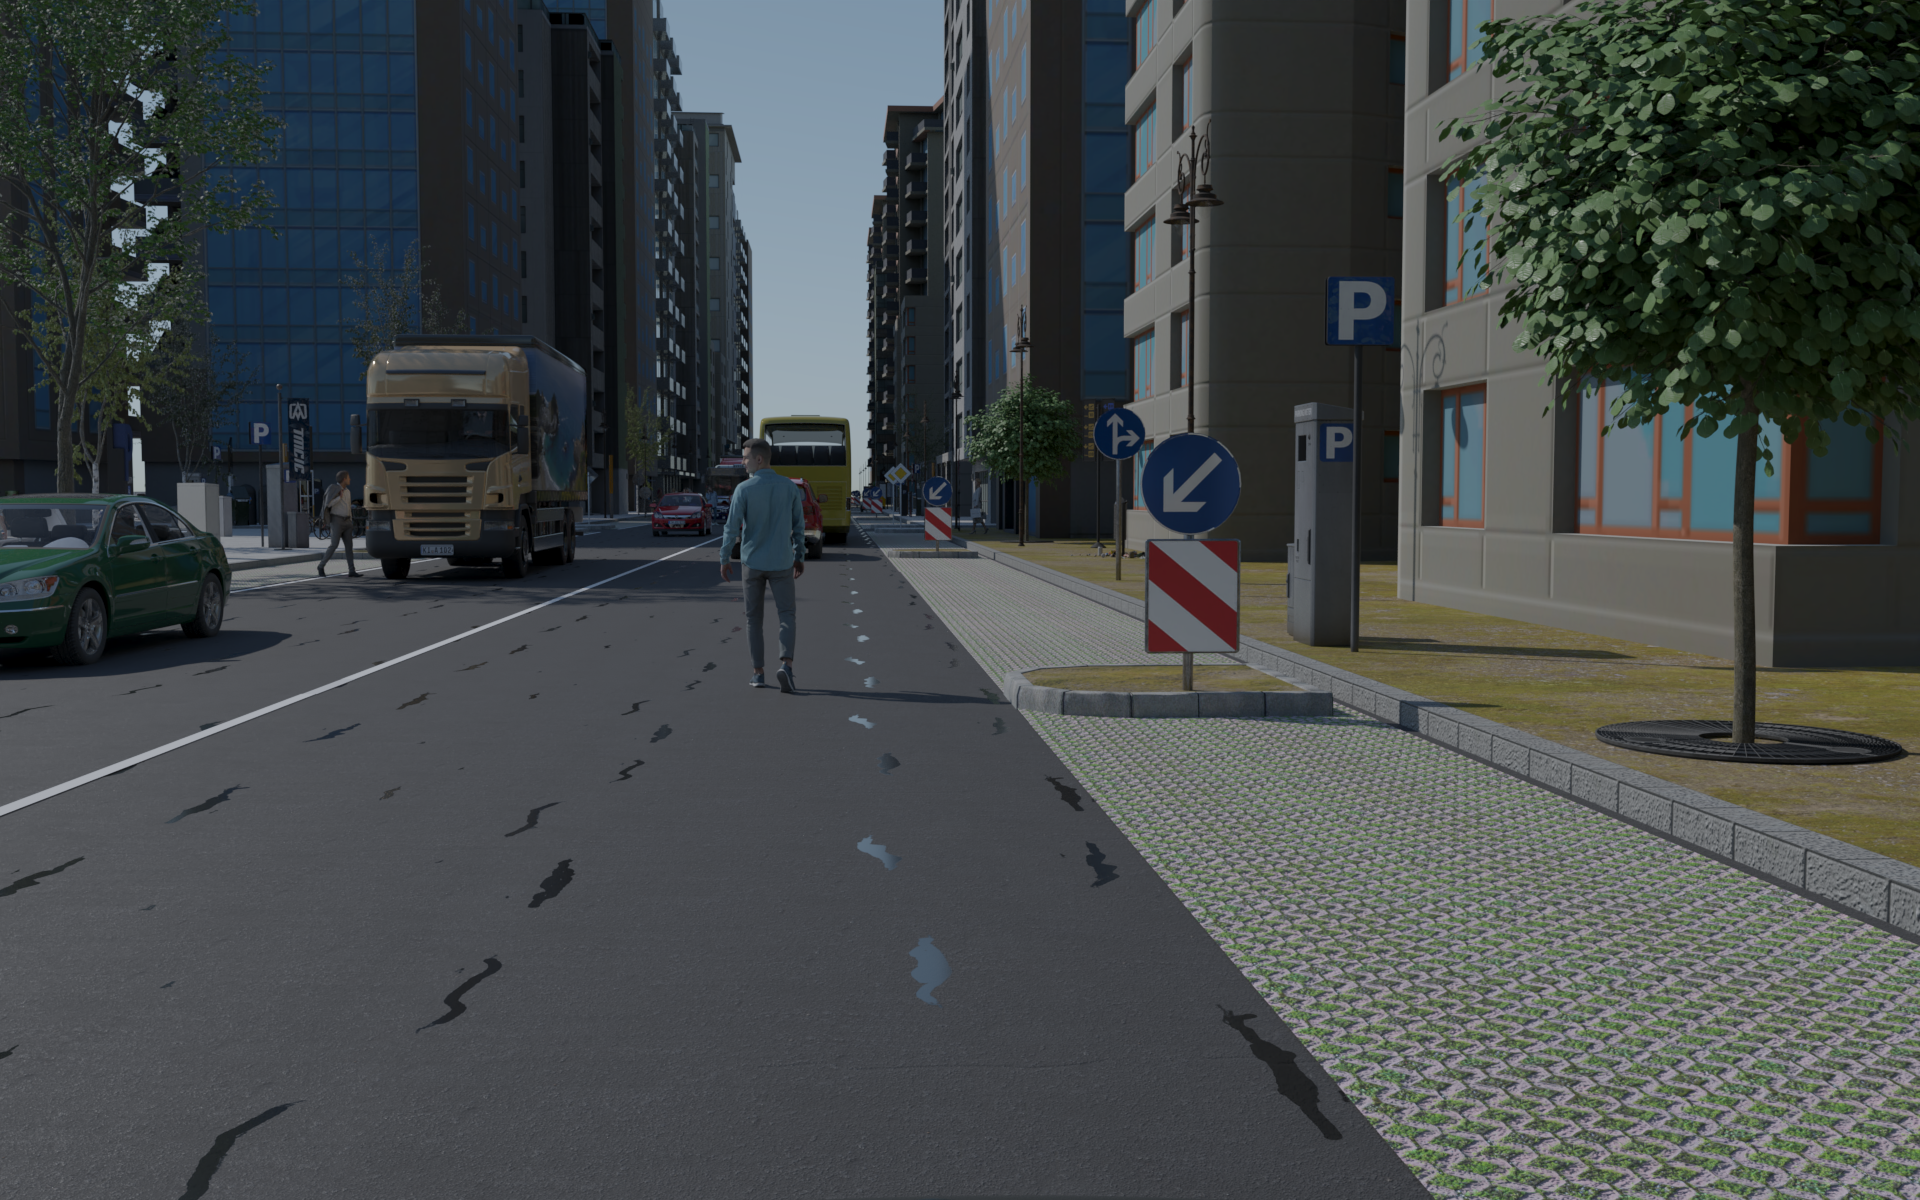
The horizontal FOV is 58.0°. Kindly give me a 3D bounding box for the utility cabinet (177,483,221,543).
[{"bbox_3d":[-15.282,-1.598,34.801,1.173,1.500,0.318,3,5,40],"label":"utility cabinet"}]

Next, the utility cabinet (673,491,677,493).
[{"bbox_3d":[-21.172,-7.327,128.482,0.318,1.500,1.173,-1,4,-9],"label":"utility cabinet"}]

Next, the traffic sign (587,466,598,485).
[{"bbox_3d":[-15.324,-4.234,71.424,0.795,2.593,0.064,0,4,-4],"label":"traffic sign"}]

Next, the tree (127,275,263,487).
[{"bbox_3d":[-26.185,-6.624,58.668,4.360,8.622,3.978,0,3,0],"label":"tree"}]

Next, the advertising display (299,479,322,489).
[{"bbox_3d":[-27.344,-4.145,72.982,0.974,1.923,0.123,0,4,8],"label":"advertising display"}]

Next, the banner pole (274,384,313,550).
[{"bbox_3d":[-15.271,-3.033,39.602,0.863,3.779,0.401,-1,4,-15],"label":"banner pole"}]

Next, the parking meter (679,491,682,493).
[{"bbox_3d":[-21.634,-7.714,134.539,0.372,1.533,0.369,0,3,0],"label":"parking meter"}]

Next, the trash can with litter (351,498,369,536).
[{"bbox_3d":[-18.523,-2.563,53.286,0.624,1.170,1.055,-2,4,-23],"label":"trash can with litter"}]

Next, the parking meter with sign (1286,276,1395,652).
[{"bbox_3d":[3.165,-1.134,14.808,0.543,3.016,1.738,0,4,-3],"label":"parking meter with sign"}]

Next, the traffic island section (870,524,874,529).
[{"bbox_3d":[-2.738,-3.065,72.401,2.009,0.180,2.903,0,4,-4],"label":"traffic island section"}]

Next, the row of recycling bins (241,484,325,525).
[{"bbox_3d":[-28.250,-3.971,72.036,3.534,1.692,1.069,-1,4,-10],"label":"row of recycling bins"}]

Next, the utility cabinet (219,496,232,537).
[{"bbox_3d":[-22.364,-2.510,52.205,1.020,1.237,0.306,2,4,33],"label":"utility cabinet"}]

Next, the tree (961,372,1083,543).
[{"bbox_3d":[1.849,-3.802,45.871,4.285,4.588,4.351,0,3,0],"label":"tree"}]

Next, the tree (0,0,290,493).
[{"bbox_3d":[-15.400,-6.367,29.848,9.928,11.665,9.643,0,3,0],"label":"tree"}]

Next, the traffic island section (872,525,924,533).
[{"bbox_3d":[-2.157,-2.578,64.437,2.009,0.180,2.903,0,4,-4],"label":"traffic island section"}]

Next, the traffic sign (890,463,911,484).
[{"bbox_3d":[-2.180,-3.802,64.352,0.795,2.593,0.064,0,4,-4],"label":"traffic sign"}]

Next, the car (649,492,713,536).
[{"bbox_3d":[-9.611,-3.116,59.979,2.155,1.783,4.494,0,4,-4],"label":"car"}]

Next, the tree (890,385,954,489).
[{"bbox_3d":[-2.589,-10.225,117.546,4.360,8.622,3.978,0,3,0],"label":"tree"}]

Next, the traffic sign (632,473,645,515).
[{"bbox_3d":[-19.472,-6.410,104.913,0.768,2.556,0.104,0,4,1],"label":"traffic sign"}]

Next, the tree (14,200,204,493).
[{"bbox_3d":[-20.880,-5.604,41.992,4.737,8.622,4.395,0,3,0],"label":"tree"}]

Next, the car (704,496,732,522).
[{"bbox_3d":[-11.996,-4.447,85.284,1.945,1.354,3.894,0,4,-3],"label":"car"}]

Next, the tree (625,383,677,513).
[{"bbox_3d":[-21.365,-10.122,115.861,4.737,8.622,4.395,0,3,0],"label":"tree"}]

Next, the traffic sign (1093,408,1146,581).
[{"bbox_3d":[2.355,-1.563,25.654,0.768,2.556,0.104,0,4,3],"label":"traffic sign"}]

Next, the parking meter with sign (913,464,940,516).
[{"bbox_3d":[-1.862,-6.339,99.898,1.738,3.016,0.543,3,4,37],"label":"parking meter with sign"}]

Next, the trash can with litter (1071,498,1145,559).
[{"bbox_3d":[3.251,-1.476,35.182,1.678,1.210,2.233,-1,4,-9],"label":"trash can with litter"}]

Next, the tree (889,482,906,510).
[{"bbox_3d":[-5.174,-9.058,142.700,1.663,3.219,1.824,0,3,0],"label":"tree"}]

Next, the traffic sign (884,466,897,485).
[{"bbox_3d":[-2.761,-4.289,72.316,0.795,2.593,0.064,0,4,-4],"label":"traffic sign"}]

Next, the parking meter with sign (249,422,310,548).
[{"bbox_3d":[-16.240,-2.764,41.448,1.738,3.016,0.543,2,4,35],"label":"parking meter with sign"}]

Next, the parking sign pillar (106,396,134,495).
[{"bbox_3d":[-23.328,-3.649,48.137,1.447,3.967,1.447,-1,4,-16],"label":"parking sign pillar"}]

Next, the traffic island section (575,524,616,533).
[{"bbox_3d":[-15.347,-3.010,71.489,2.009,0.180,2.903,0,4,-4],"label":"traffic island section"}]

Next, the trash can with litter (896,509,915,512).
[{"bbox_3d":[-3.723,-6.896,123.811,2.233,1.210,1.678,-1,4,-13],"label":"trash can with litter"}]

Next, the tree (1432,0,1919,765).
[{"bbox_3d":[4.109,-1.533,8.784,4.285,4.588,4.351,0,3,0],"label":"tree"}]

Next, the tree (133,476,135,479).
[{"bbox_3d":[-42.825,-5.678,87.430,1.663,3.219,1.824,0,3,0],"label":"tree"}]

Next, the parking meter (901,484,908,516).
[{"bbox_3d":[-3.231,-5.827,100.986,0.399,1.863,0.255,0,4,-8],"label":"parking meter"}]

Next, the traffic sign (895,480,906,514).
[{"bbox_3d":[-3.857,-6.765,110.707,0.768,2.556,0.104,0,4,4],"label":"traffic sign"}]

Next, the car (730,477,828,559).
[{"bbox_3d":[-4.183,-1.904,39.811,2.281,1.827,5.304,0,4,-4],"label":"car"}]

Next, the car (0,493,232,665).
[{"bbox_3d":[-8.303,-0.254,15.947,2.131,1.459,4.920,0,4,-4],"label":"car"}]

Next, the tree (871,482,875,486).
[{"bbox_3d":[-11.449,-14.560,232.661,1.663,3.219,1.824,0,3,0],"label":"tree"}]

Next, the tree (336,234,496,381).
[{"bbox_3d":[-15.781,-6.077,49.719,4.360,8.622,3.978,0,3,0],"label":"tree"}]

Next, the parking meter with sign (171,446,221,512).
[{"bbox_3d":[-27.771,-4.074,62.870,1.738,3.016,0.543,0,4,5],"label":"parking meter with sign"}]

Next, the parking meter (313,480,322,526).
[{"bbox_3d":[-26.195,-3.962,70.495,0.399,1.863,0.255,-2,4,-29],"label":"parking meter"}]
